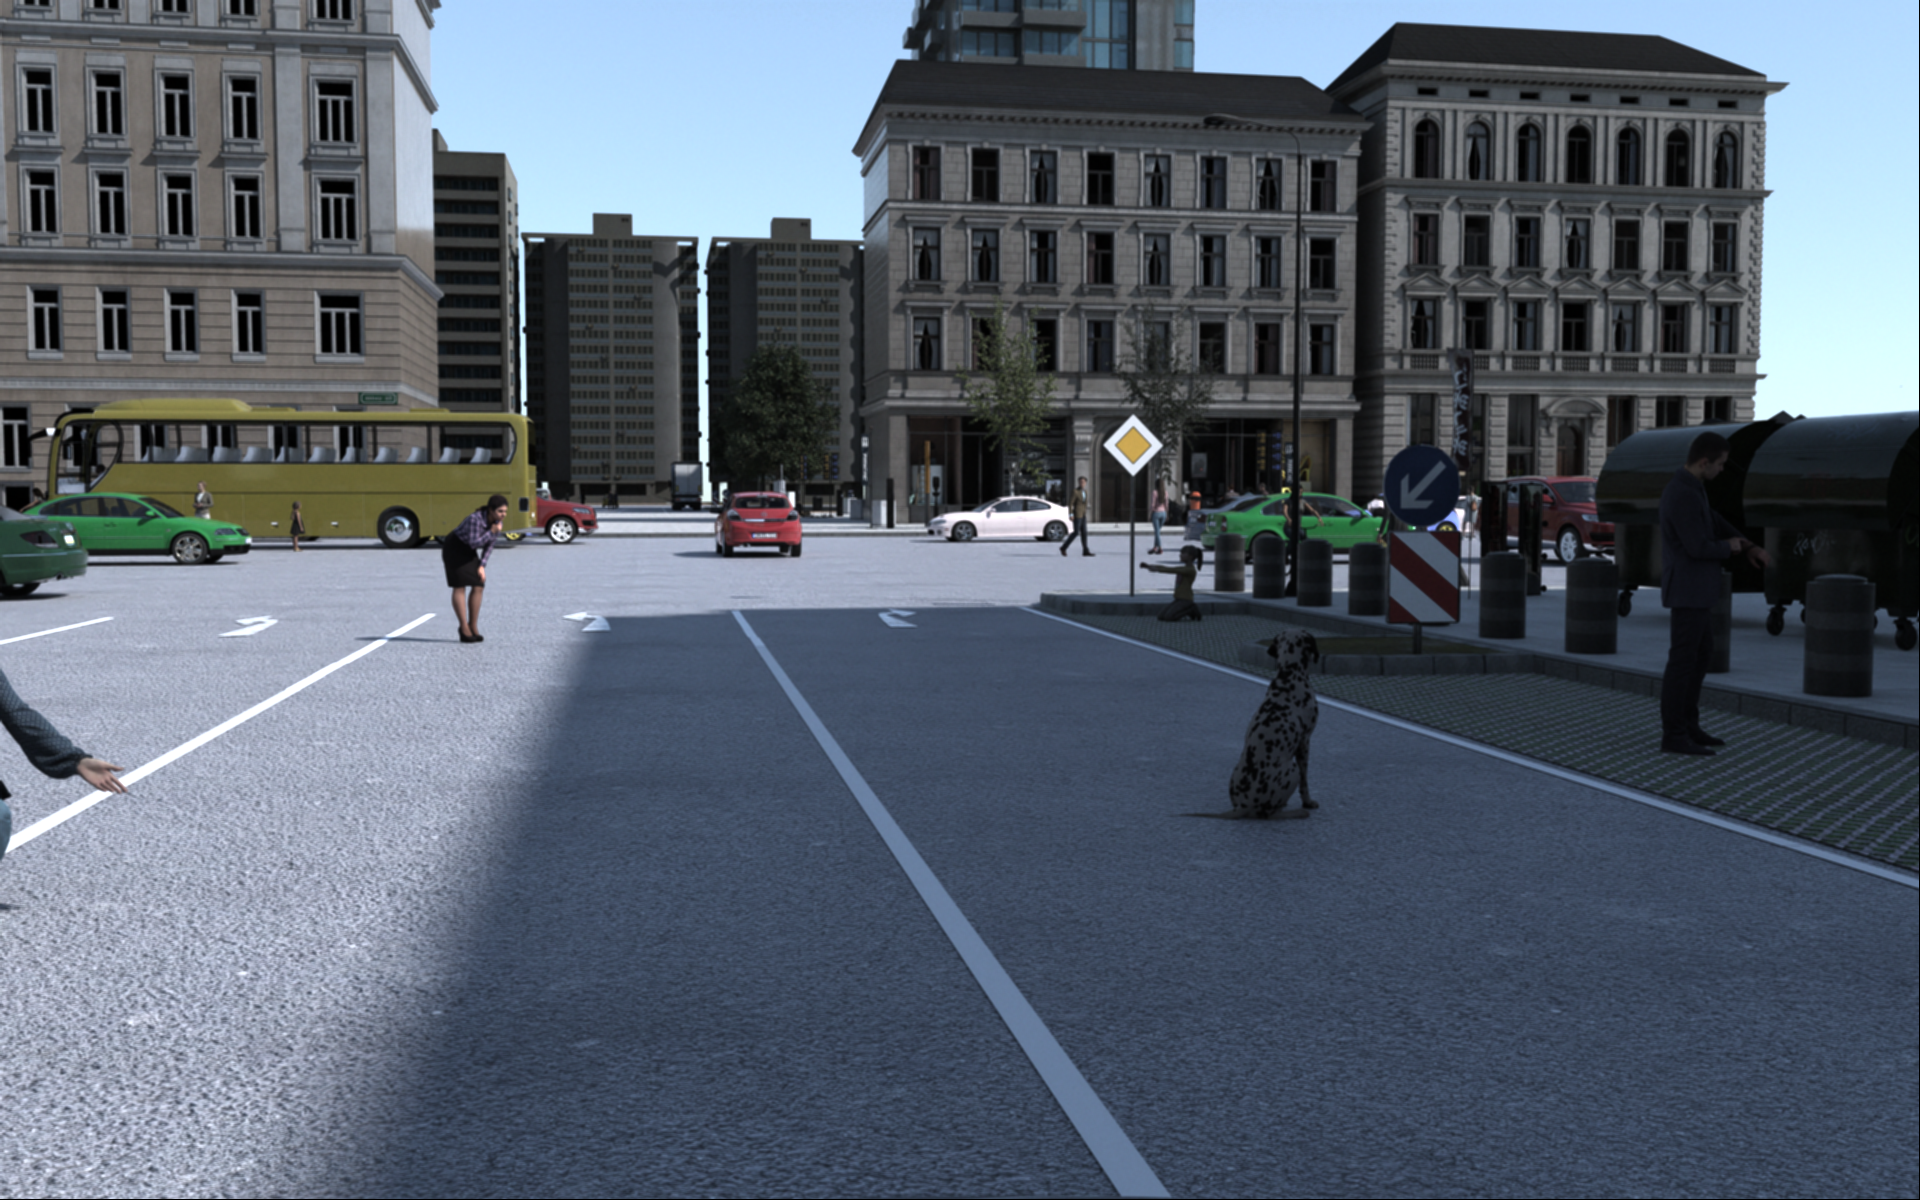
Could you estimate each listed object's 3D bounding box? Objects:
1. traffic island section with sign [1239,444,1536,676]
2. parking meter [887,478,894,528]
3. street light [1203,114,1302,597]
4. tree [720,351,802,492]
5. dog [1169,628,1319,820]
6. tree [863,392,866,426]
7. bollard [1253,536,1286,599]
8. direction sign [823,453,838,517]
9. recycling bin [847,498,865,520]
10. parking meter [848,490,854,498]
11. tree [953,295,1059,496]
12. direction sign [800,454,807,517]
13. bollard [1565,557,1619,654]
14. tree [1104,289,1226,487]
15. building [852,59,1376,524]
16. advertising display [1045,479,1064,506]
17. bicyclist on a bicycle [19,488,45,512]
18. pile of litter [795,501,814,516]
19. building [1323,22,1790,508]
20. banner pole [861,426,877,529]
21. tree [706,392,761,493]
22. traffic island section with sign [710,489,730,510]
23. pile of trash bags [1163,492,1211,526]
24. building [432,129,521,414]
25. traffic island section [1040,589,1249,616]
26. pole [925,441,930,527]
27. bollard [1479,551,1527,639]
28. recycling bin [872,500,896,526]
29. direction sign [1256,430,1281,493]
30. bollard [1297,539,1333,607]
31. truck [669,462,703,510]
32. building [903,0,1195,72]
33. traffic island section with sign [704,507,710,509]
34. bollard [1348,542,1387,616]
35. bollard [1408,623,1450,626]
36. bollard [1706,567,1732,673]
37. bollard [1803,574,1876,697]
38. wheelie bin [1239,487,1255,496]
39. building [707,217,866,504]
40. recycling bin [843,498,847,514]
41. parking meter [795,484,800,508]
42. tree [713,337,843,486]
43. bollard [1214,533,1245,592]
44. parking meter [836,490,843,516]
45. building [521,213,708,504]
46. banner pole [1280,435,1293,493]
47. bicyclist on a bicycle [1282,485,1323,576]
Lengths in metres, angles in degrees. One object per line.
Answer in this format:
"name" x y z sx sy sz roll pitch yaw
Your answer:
"traffic island section with sign" 3.442 -0.362 14.540 1.989 1.847 2.006 -1 4 -10
"parking meter" -2.605 -3.609 64.718 0.255 1.863 0.399 0 4 1
"street light" 3.659 -2.991 21.445 1.470 5.913 1.316 -1 4 -10
"tree" -15.559 -13.445 137.953 7.486 12.596 7.792 0 3 0
"dog" 1.304 0.554 7.786 0.800 0.831 0.513 -1 4 -12
"tree" -3.335 -9.049 98.312 4.360 8.622 3.978 0 3 0
"bollard" 3.815 -0.406 21.363 0.404 0.777 0.398 0 3 0
"direction sign" -7.163 -6.347 95.768 0.876 3.537 0.379 -2 4 -32
"recycling bin" -5.036 -4.539 86.772 0.722 1.027 0.722 2 4 32
"parking meter" -7.236 -6.503 114.737 0.372 1.533 0.369 0 3 0
"tree" 1.880 -6.919 63.481 4.737 8.622 4.395 0 3 0
"direction sign" -8.877 -6.494 98.177 0.379 3.537 0.876 1 4 17
"bollard" 5.116 0.042 14.028 0.404 0.777 0.398 0 3 0
"tree" 7.457 -6.895 63.099 4.360 8.622 3.978 0 3 0
"building" -2.534 -13.913 78.392 40.483 20.767 10.553 -1 4 -10
"advertising display" 4.001 -4.176 73.486 0.123 1.923 0.974 -3 5 -43
"bicyclist on a bicycle" -26.973 -2.478 50.530 1.625 1.676 1.499 -1 4 -10
"pile of litter" -9.246 -5.348 101.400 1.719 0.858 1.176 -2 4 -35
"building" 27.226 -15.574 83.505 19.941 23.489 11.050 -1 4 -10
"banner pole" -3.402 -4.510 63.750 0.401 3.779 0.863 2 4 32
"tree" -23.000 -15.726 179.172 6.751 12.117 7.091 0 3 0
"traffic island section with sign" -19.633 -8.317 144.615 1.989 1.847 2.006 -1 4 -10
"pile of trash bags" 9.142 -3.645 69.353 1.912 1.369 3.447 0 4 -4
"building" -70.637 -37.226 232.350 21.600 48.544 21.300 -1 4 -10
"traffic island section" 2.170 0.036 21.689 2.009 0.180 2.903 -1 4 -10
"pole" -1.258 -4.456 66.696 0.158 3.312 0.155 0 3 0
"bollard" 4.856 -0.047 15.492 0.404 0.777 0.398 0 3 0
"recycling bin" -3.043 -3.462 69.162 0.722 1.027 0.722 -2 4 -32
"direction sign" 10.858 -4.220 60.989 0.876 3.537 0.379 0 4 -3
"bollard" 4.076 -0.317 19.898 0.404 0.777 0.398 0 3 0
"truck" -24.469 -10.138 154.673 2.839 4.237 11.283 -1 4 -11
"building" 7.089 -32.632 153.147 23.786 49.044 30.456 -1 4 -10
"traffic island section with sign" -24.334 -9.941 171.158 1.989 1.847 2.006 -1 4 -10
"bollard" 4.336 -0.227 18.422 0.404 0.777 0.398 0 3 0
"bollard" 4.596 -0.137 16.957 0.404 0.777 0.398 0 3 0
"bollard" 5.376 0.132 12.563 0.404 0.777 0.398 0 3 0
"bollard" 5.633 0.221 11.097 0.404 0.777 0.398 0 3 0
"wheelie bin" 12.479 -4.107 75.050 0.693 1.594 0.980 -1 4 -21
"building" -23.905 -33.922 246.507 23.993 40.220 32.217 -1 4 -10
"recycling bin" -7.123 -6.072 111.827 0.722 1.027 0.722 -3 4 -37
"parking meter" -9.863 -6.081 105.134 0.255 1.863 0.399 0 4 6
"tree" -13.346 -12.829 126.767 9.611 12.733 9.660 0 3 0
"bollard" 3.555 -0.496 22.828 0.404 0.777 0.398 0 3 0
"parking meter" -6.895 -5.560 99.319 0.372 1.533 0.369 0 3 0
"building" -48.485 -33.685 242.622 23.993 40.220 32.217 -1 4 -10
"banner pole" 13.841 -5.103 73.457 0.863 3.779 0.401 0 4 7
"bicyclist on a bicycle" 5.833 -1.214 29.872 1.499 1.676 1.625 -1 4 -11
